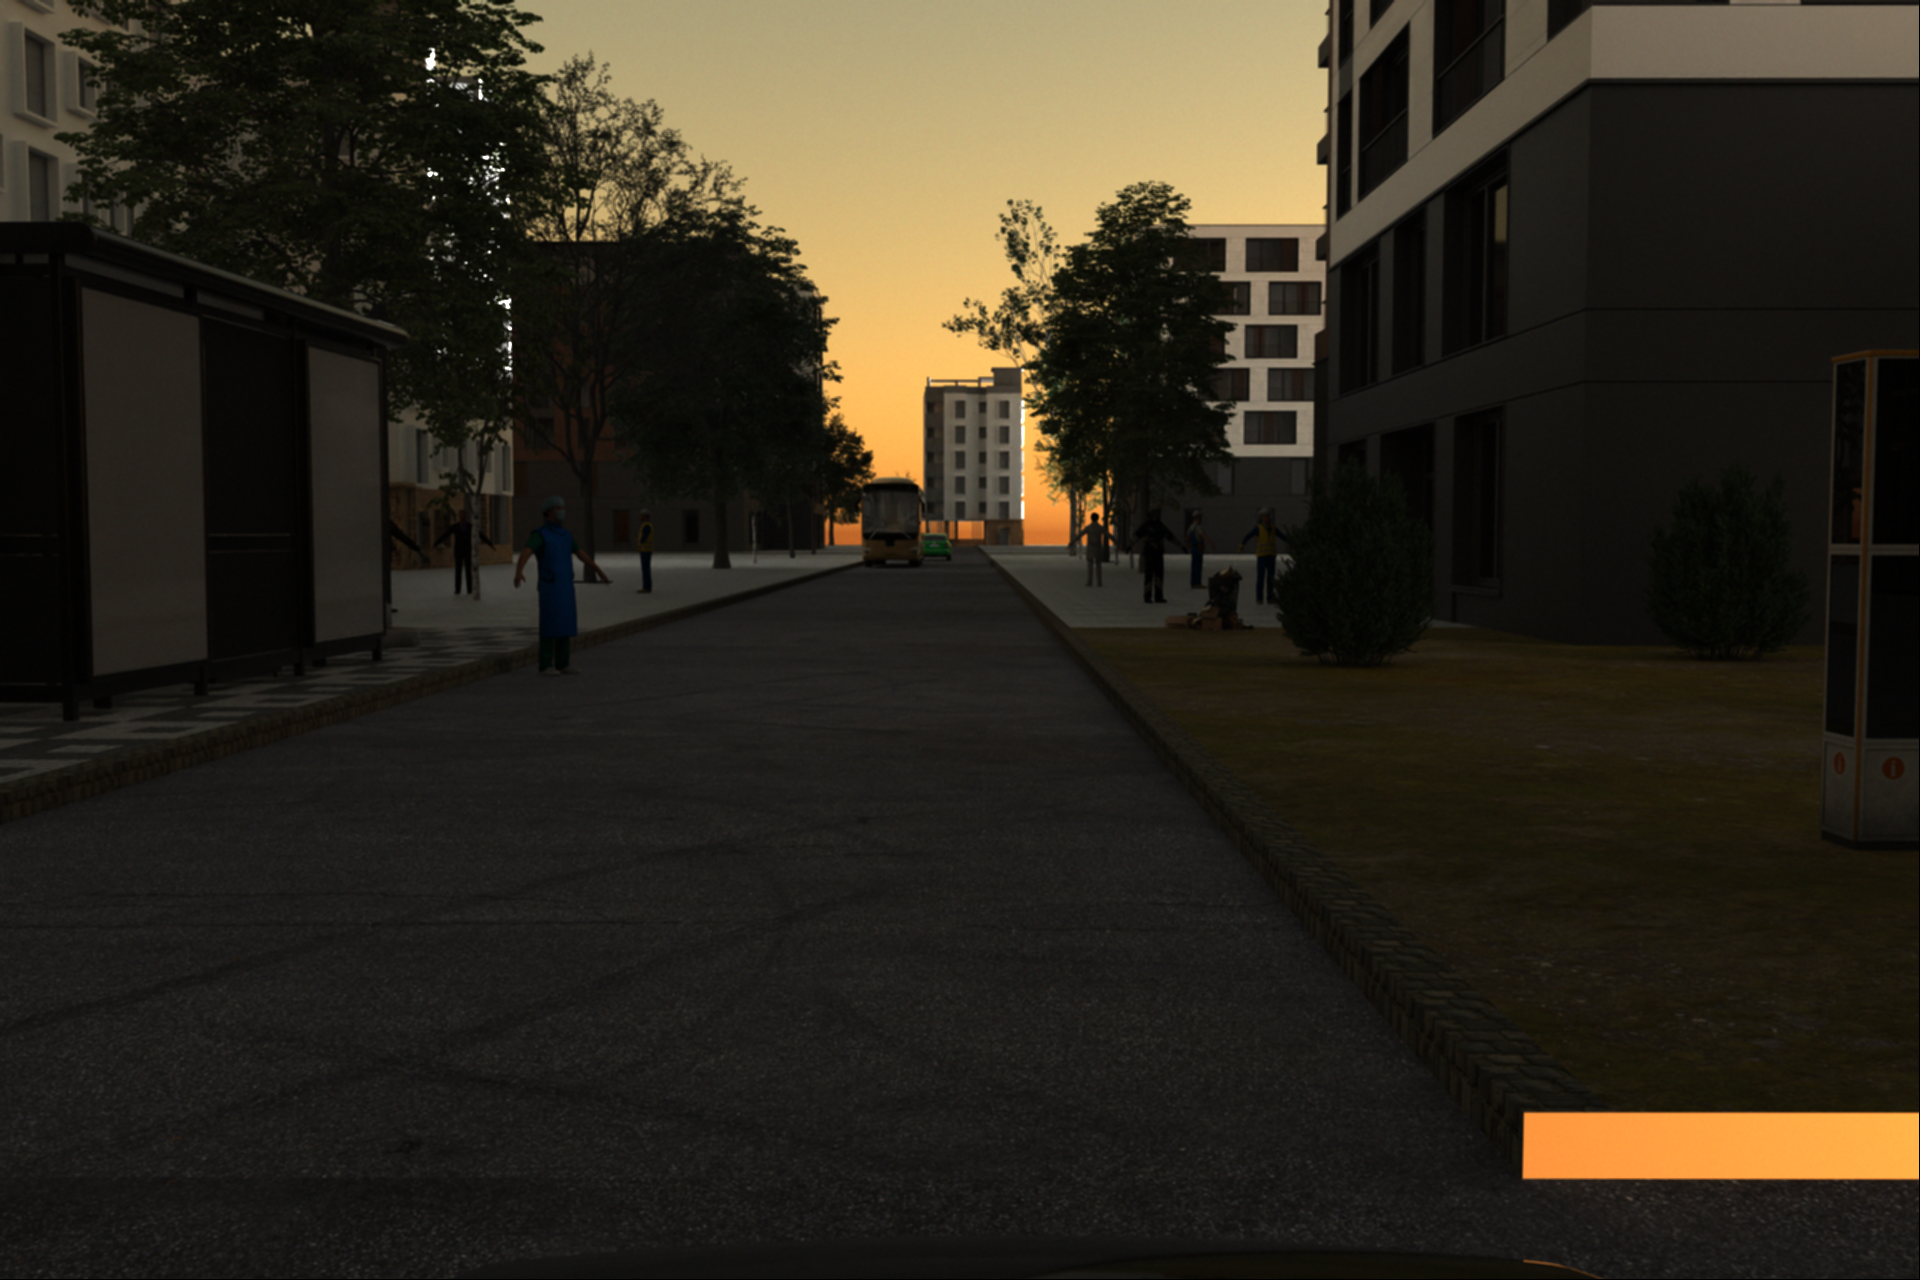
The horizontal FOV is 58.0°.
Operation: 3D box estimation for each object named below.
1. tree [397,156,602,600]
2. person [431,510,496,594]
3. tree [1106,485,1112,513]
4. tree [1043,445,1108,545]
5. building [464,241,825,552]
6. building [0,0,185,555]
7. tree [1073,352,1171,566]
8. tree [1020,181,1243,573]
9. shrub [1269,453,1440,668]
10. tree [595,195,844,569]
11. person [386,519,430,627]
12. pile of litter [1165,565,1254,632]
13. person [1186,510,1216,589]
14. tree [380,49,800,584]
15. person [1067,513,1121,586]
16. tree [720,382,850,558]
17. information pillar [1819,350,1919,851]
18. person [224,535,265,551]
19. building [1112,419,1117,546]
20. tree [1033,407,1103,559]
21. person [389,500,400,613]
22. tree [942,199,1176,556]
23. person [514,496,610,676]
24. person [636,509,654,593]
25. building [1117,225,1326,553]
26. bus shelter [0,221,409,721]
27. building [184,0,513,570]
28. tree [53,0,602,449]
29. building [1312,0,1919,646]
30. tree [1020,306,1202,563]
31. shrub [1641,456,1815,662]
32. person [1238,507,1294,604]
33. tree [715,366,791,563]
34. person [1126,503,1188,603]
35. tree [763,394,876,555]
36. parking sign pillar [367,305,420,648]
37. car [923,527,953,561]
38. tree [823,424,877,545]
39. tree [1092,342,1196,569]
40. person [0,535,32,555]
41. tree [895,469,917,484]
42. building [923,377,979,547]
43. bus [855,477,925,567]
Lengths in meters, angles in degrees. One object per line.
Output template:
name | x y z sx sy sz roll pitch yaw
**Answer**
tree | -9.363 -5.104 33.812 4.737 8.622 4.395 0 3 0
person | -10.681 -1.898 37.251 1.346 1.802 0.704 -1 4 -20
tree | 18.197 -14.932 194.492 4.737 8.622 4.395 0 3 0
tree | 13.687 -16.852 201.282 9.928 11.665 9.643 0 3 0
building | -25.812 -17.947 137.402 27.936 21.610 32.646 0 4 0
building | -27.600 -11.096 37.837 16.016 20.090 11.380 0 4 0
tree | 6.135 -7.334 70.272 4.360 8.622 3.978 0 3 0
tree | 5.694 -8.465 56.528 7.486 12.596 7.792 0 3 0
shrub | 3.842 -0.785 16.873 1.661 2.075 1.752 0 3 0
tree | -8.951 -9.624 64.004 9.857 13.997 8.962 0 3 0
person | -7.277 -0.942 21.537 1.346 1.812 0.704 -3 4 -37
pile of litter | 3.376 -0.587 23.561 1.176 0.858 1.719 0 3 0
person | 5.611 -2.136 40.785 0.705 1.847 1.347 -1 4 -21
tree | -9.782 -8.231 44.941 12.009 13.543 11.850 0 3 0
person | 3.293 -2.221 42.493 1.347 1.806 0.705 0 4 -6
tree | -9.293 -9.660 92.355 7.601 10.594 8.767 0 4 3
information pillar | 3.770 -0.159 7.098 0.304 2.012 0.304 0 3 0
person | -15.171 -1.823 36.602 0.721 1.733 1.217 1 4 21
building | 24.574 -18.436 167.879 16.747 18.905 31.486 0 3 0
tree | 6.327 -8.386 87.481 4.360 8.622 3.978 0 3 0
person | -9.384 -1.365 28.247 0.705 1.837 1.347 0 4 -7
tree | 5.132 -14.921 99.853 12.611 20.169 13.585 0 3 0
person | -4.088 -0.551 17.595 0.704 1.817 1.347 2 4 29
person | -6.894 -1.948 37.812 0.705 1.833 1.349 0 4 -5
building | 25.633 -17.551 130.930 27.936 21.610 32.646 0 3 0
bus shelter | -6.811 -2.175 13.186 2.179 5.291 8.768 0 4 2
building | -24.394 -12.590 62.272 16.016 20.090 11.380 0 4 -1
tree | -9.135 -6.579 25.690 7.486 12.596 7.792 0 3 0
building | 21.082 -11.710 35.432 27.936 21.610 32.646 0 4 0
tree | 6.753 -9.308 77.936 9.928 11.665 9.643 0 3 0
shrub | 7.824 -0.832 17.639 1.661 2.075 1.752 0 3 0
person | 5.646 -1.547 31.763 1.216 1.772 0.721 -1 4 -16
tree | -8.939 -7.658 75.575 4.360 8.622 3.978 0 3 0
person | 3.633 -1.620 32.274 1.354 1.856 0.705 -2 4 -27
tree | -9.077 -10.661 108.712 8.767 10.594 7.601 1 4 14
parking sign pillar | -6.971 -1.918 19.828 1.447 3.967 1.447 0 4 2
car | -1.350 -5.198 93.782 1.959 1.807 4.718 0 4 0
tree | -14.381 -17.628 194.868 9.857 13.997 8.962 0 3 0
tree | 6.495 -6.958 64.128 4.737 8.622 4.395 0 3 0
person | -12.274 -0.982 22.185 1.348 1.813 0.705 2 4 35
tree | -6.005 -14.954 194.853 4.360 8.622 3.978 0 3 0
building | -3.909 -20.920 200.915 11.380 20.090 16.016 0 4 0
bus | -2.933 -5.294 78.110 2.896 3.916 12.252 0 4 0
